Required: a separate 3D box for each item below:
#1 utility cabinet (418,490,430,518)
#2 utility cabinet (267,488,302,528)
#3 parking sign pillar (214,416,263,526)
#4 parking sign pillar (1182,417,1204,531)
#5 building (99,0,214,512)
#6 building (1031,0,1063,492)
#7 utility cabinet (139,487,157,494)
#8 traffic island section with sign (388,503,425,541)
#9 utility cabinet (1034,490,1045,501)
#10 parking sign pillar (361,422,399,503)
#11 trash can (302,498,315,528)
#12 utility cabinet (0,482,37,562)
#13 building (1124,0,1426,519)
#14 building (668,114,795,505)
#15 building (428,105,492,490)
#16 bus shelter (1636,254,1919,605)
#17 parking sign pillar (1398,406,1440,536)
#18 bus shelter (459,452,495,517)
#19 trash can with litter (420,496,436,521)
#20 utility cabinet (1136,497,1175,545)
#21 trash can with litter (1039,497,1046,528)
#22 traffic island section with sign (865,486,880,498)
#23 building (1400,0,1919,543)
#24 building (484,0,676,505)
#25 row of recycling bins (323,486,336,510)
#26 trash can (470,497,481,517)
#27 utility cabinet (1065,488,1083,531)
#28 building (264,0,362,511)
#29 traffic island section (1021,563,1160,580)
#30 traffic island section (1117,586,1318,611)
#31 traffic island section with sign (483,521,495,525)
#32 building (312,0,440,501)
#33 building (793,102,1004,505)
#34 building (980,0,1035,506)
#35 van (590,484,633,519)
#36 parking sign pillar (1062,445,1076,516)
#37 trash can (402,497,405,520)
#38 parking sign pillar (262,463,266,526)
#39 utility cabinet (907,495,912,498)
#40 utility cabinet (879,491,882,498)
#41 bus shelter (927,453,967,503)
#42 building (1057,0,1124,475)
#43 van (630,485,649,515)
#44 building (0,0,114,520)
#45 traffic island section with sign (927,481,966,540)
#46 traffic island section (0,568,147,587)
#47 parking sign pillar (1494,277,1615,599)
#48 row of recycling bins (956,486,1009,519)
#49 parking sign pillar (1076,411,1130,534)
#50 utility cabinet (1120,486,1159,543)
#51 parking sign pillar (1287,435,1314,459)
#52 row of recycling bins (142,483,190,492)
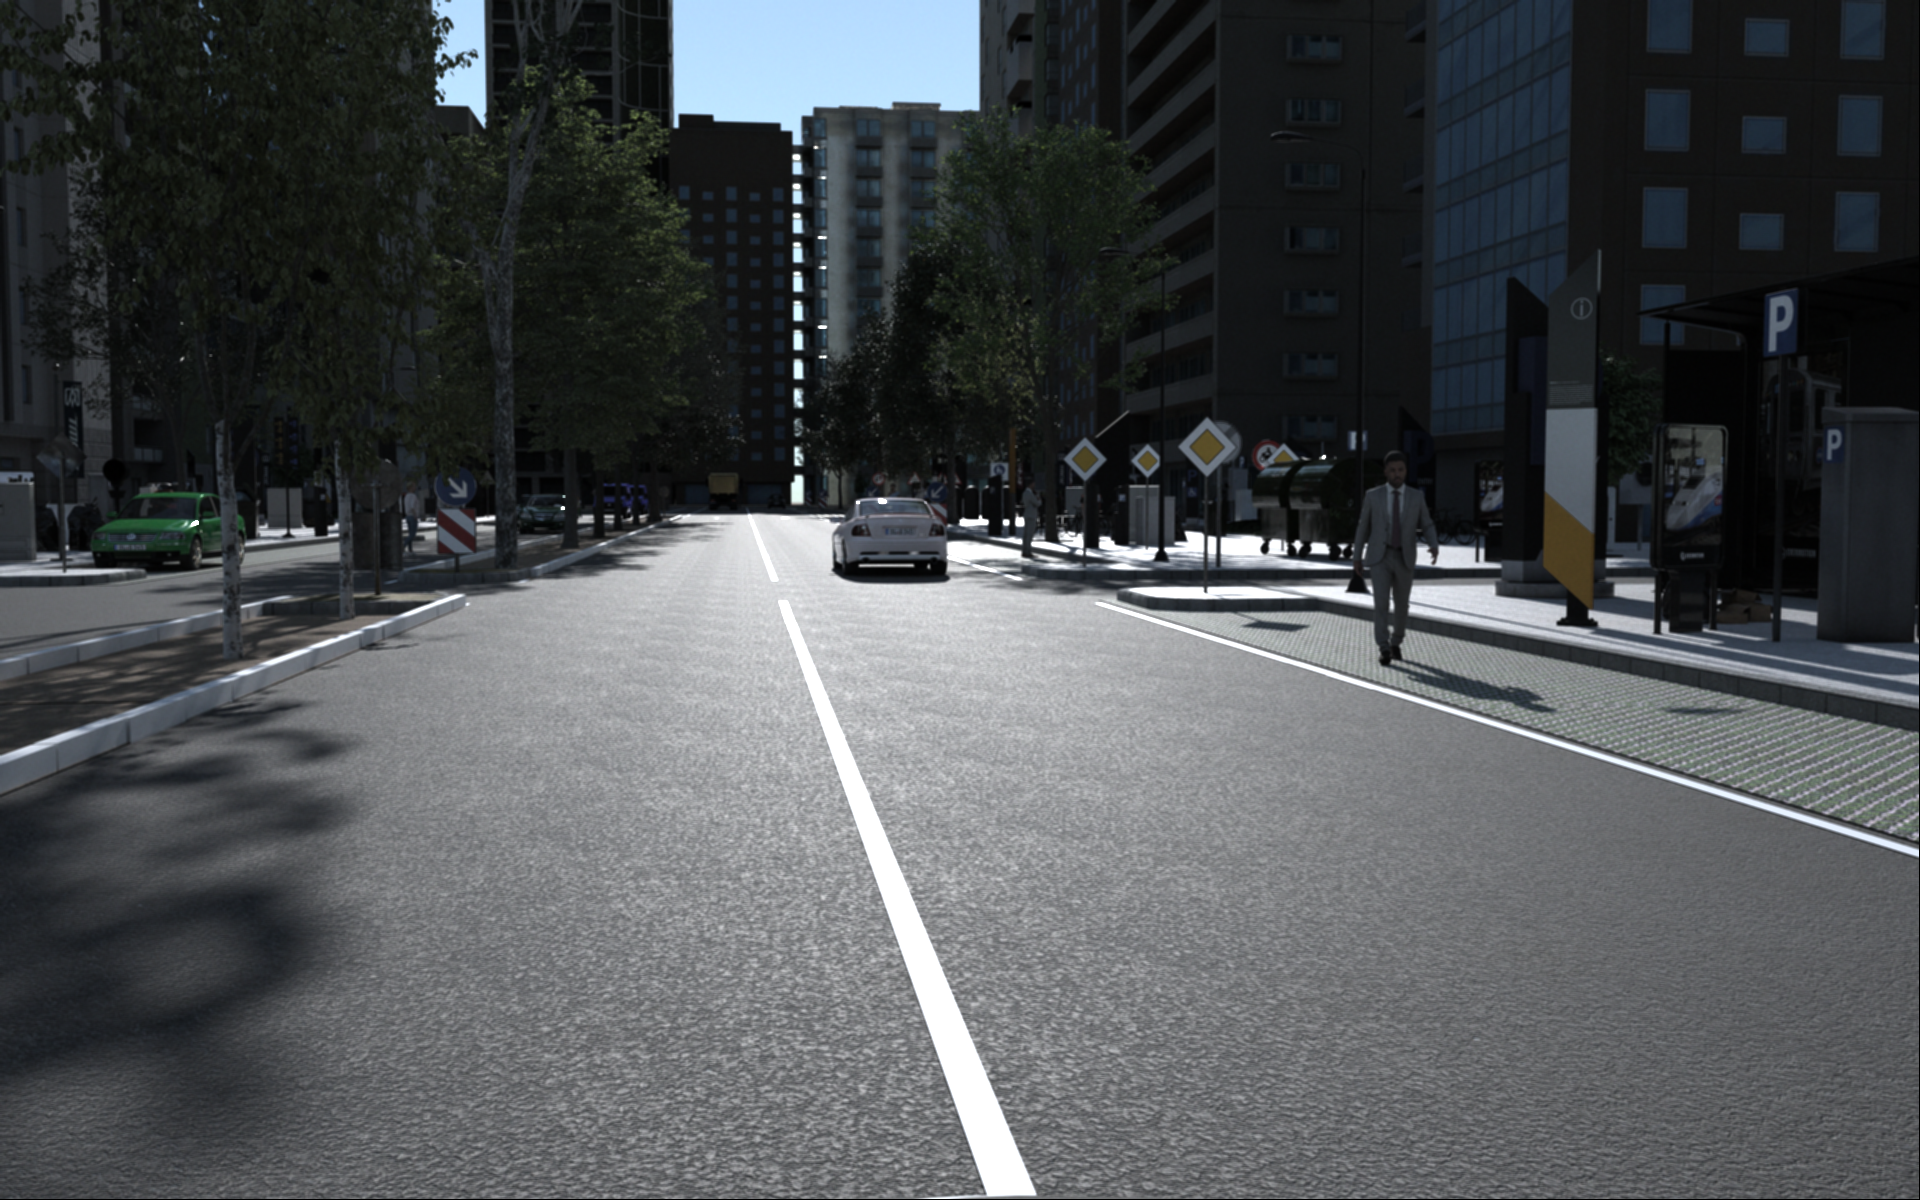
[{"bbox_3d":[-28.029,-5.009,90.576,0.318,1.500,1.173,0,4,-4],"label":"utility cabinet"},{"bbox_3d":[-25.107,-3.407,64.385,1.173,1.500,0.318,-1,4,-16],"label":"utility cabinet"},{"bbox_3d":[-25.046,-4.367,59.865,1.447,3.967,1.447,-1,4,-20],"label":"parking sign pillar"},{"bbox_3d":[8.114,-4.396,60.349,1.447,3.967,1.447,1,4,9],"label":"parking sign pillar"},{"bbox_3d":[-46.826,-24.590,85.647,14.154,41.232,14.086,0,4,-7],"label":"building"},{"bbox_3d":[12.396,-27.513,133.430,14.154,41.232,14.086,0,4,-7],"label":"building"},{"bbox_3d":[-24.127,-2.619,51.500,0.318,1.500,1.173,-1,4,-15],"label":"utility cabinet"},{"bbox_3d":[-17.420,-2.699,52.754,1.989,1.847,2.006,0,4,-7],"label":"traffic island section with sign"},{"bbox_3d":[4.864,-5.751,102.702,1.173,1.500,0.318,0,4,6],"label":"utility cabinet"},{"bbox_3d":[-21.680,-4.662,64.694,1.447,3.967,1.447,0,4,-7],"label":"parking sign pillar"},{"bbox_3d":[-24.898,-3.356,66.518,0.748,1.137,0.748,0,3,0],"label":"trash can"},{"bbox_3d":[-18.033,-1.456,32.490,1.173,1.500,0.318,-1,4,-12],"label":"utility cabinet"},{"bbox_3d":[21.590,-28.746,93.706,21.300,48.544,21.600,0,4,-7],"label":"building"},{"bbox_3d":[-27.323,-34.123,208.018,14.200,45.320,14.600,0,4,-7],"label":"building"},{"bbox_3d":[-67.229,-35.617,206.031,21.600,48.544,21.300,0,4,-7],"label":"building"},{"bbox_3d":[9.962,-1.727,19.514,1.731,3.624,6.357,0,4,-7],"label":"bus shelter"},{"bbox_3d":[14.060,-3.965,53.307,1.447,3.967,1.447,-2,4,-34],"label":"parking sign pillar"},{"bbox_3d":[-27.501,-6.639,99.825,1.731,3.624,6.357,0,4,-7],"label":"bus shelter"},{"bbox_3d":[-24.692,-4.341,82.036,2.233,1.210,1.678,-1,4,-9],"label":"trash can with litter"},{"bbox_3d":[4.946,-2.000,43.862,1.020,1.237,0.306,-2,4,-28],"label":"utility cabinet"},{"bbox_3d":[3.171,-3.276,64.945,0.624,1.170,1.055,0,4,5],"label":"trash can with litter"},{"bbox_3d":[-4.291,-4.479,81.852,1.989,1.847,2.006,0,4,-7],"label":"traffic island section with sign"},{"bbox_3d":[22.807,-24.562,51.694,14.200,45.320,14.600,0,4,-7],"label":"building"},{"bbox_3d":[-44.933,-47.065,207.760,20.611,71.187,20.563,0,4,-7],"label":"building"},{"bbox_3d":[-34.674,-5.357,94.694,1.069,1.692,3.534,-1,4,-22],"label":"row of recycling bins"},{"bbox_3d":[-26.788,-5.142,95.722,0.748,1.137,0.748,0,3,0],"label":"trash can"},{"bbox_3d":[4.095,-3.091,59.221,0.318,1.500,1.173,-3,4,-36],"label":"utility cabinet"},{"bbox_3d":[-52.822,-48.981,113.507,22.319,86.520,31.000,0,4,-7],"label":"building"},{"bbox_3d":[2.205,-0.498,30.421,2.009,0.180,2.903,0,4,-7],"label":"traffic island section"},{"bbox_3d":[3.206,-0.013,22.498,2.009,0.180,2.903,0,4,-7],"label":"traffic island section"},{"bbox_3d":[-20.852,-4.357,79.869,1.989,1.847,2.006,0,4,-7],"label":"traffic island section with sign"},{"bbox_3d":[-59.938,-34.078,146.407,27.495,52.752,28.713,0,4,-7],"label":"building"},{"bbox_3d":[-5.672,-36.395,214.667,30.456,49.044,23.786,0,4,-7],"label":"building"},{"bbox_3d":[16.788,-34.661,155.949,28.713,52.752,27.495,0,4,-7],"label":"building"},{"bbox_3d":[-20.033,-5.843,99.919,2.240,2.365,5.245,0,4,-7],"label":"van"},{"bbox_3d":[6.310,-6.491,94.603,1.447,3.967,1.447,1,4,23],"label":"parking sign pillar"},{"bbox_3d":[-28.235,-4.610,87.026,0.748,1.137,0.748,0,3,0],"label":"trash can"},{"bbox_3d":[-28.979,-5.002,70.261,1.447,3.967,1.447,-2,4,-35],"label":"parking sign pillar"},{"bbox_3d":[-2.459,-5.259,97.140,1.020,1.237,0.306,0,4,-7],"label":"utility cabinet"},{"bbox_3d":[-5.005,-5.752,102.728,0.318,1.500,1.173,2,4,24],"label":"utility cabinet"},{"bbox_3d":[-0.763,-6.752,101.685,1.731,3.624,6.357,0,4,-7],"label":"bus shelter"},{"bbox_3d":[14.859,-28.702,119.387,14.600,45.320,14.200,0,4,-7],"label":"building"},{"bbox_3d":[-22.633,-7.049,119.630,2.240,2.365,5.245,0,4,-7],"label":"van"},{"bbox_3d":[-44.330,-31.444,56.109,21.231,58.520,28.212,0,4,-7],"label":"building"},{"bbox_3d":[-0.914,-2.843,55.108,1.989,1.847,2.006,0,4,-7],"label":"traffic island section with sign"},{"bbox_3d":[-14.653,-0.368,28.304,2.009,0.180,2.903,0,4,-7],"label":"traffic island section"},{"bbox_3d":[7.488,-2.035,21.738,1.447,3.967,1.447,-1,4,-21],"label":"parking sign pillar"},{"bbox_3d":[1.082,-5.001,88.875,3.534,1.692,1.069,0,4,2],"label":"row of recycling bins"},{"bbox_3d":[4.844,-4.134,56.060,1.447,3.967,1.447,-2,4,-31],"label":"parking sign pillar"},{"bbox_3d":[4.680,-2.215,44.896,1.173,1.500,0.318,3,4,39],"label":"utility cabinet"},{"bbox_3d":[15.312,-5.494,78.296,1.447,3.967,1.447,3,5,41],"label":"parking sign pillar"},{"bbox_3d":[-30.527,-3.627,66.409,1.069,1.692,3.534,-3,5,-44],"label":"row of recycling bins"}]
